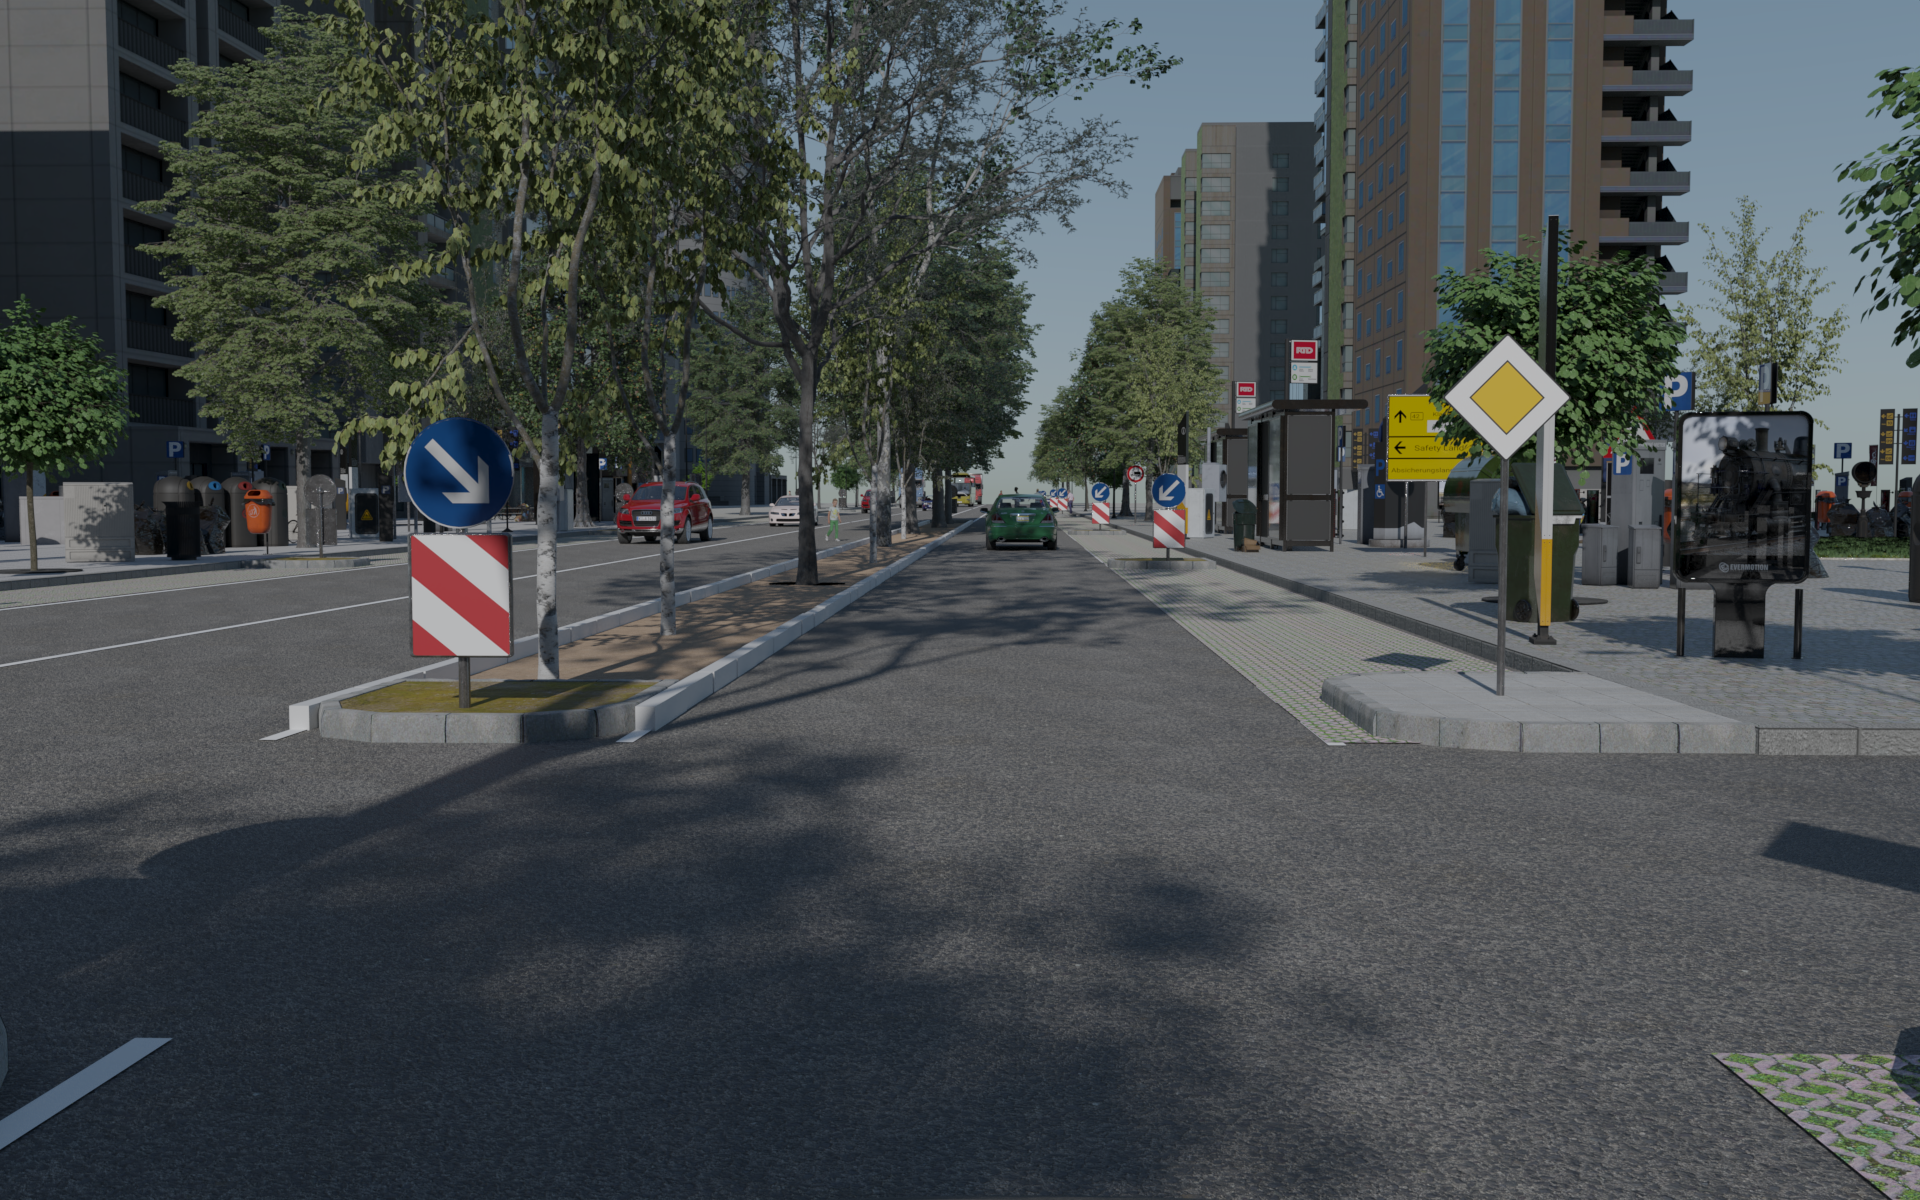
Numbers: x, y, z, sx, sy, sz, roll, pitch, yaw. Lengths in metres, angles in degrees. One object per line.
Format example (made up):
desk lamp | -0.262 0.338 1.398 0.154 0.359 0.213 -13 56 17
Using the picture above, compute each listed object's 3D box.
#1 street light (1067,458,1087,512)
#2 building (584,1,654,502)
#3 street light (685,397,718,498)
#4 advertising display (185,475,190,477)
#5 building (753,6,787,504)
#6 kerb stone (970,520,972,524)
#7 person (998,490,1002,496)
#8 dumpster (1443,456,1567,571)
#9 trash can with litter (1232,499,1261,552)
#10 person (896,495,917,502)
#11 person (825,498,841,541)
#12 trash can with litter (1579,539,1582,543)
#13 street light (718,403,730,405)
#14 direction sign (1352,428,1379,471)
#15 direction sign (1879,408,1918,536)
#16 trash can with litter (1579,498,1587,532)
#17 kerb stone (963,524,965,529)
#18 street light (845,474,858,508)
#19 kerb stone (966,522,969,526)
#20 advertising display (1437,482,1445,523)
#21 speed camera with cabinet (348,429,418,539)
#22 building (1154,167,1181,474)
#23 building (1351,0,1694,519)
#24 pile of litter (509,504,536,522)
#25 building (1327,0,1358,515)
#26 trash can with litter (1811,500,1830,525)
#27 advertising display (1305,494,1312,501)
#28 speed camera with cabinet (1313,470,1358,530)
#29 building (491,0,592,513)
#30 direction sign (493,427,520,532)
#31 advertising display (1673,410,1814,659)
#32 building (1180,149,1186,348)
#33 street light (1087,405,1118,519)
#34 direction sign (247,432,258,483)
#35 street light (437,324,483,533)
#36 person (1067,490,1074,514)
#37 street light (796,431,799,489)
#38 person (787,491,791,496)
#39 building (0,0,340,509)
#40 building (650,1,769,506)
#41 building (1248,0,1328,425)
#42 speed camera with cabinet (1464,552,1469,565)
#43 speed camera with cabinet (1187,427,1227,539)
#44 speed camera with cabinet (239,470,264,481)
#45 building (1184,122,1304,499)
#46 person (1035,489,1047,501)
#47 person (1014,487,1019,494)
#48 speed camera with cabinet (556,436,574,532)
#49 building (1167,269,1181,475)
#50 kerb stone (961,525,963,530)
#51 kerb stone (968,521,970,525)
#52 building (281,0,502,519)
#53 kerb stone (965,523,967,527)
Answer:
street light | 8.674 -9.437 126.843 1.470 5.913 1.316 0 4 2
building | -32.992 -29.892 138.849 14.600 45.320 14.200 0 4 2
street light | -12.579 -6.760 83.059 1.470 5.913 1.316 0 4 2
advertising display | -26.730 -3.360 60.148 0.123 1.923 0.974 -2 4 -34
building | -33.160 -47.953 222.287 20.563 71.187 20.611 0 4 2
kerb stone | 0.358 -3.447 78.563 0.120 0.150 1.000 0 4 2
person | 4.404 -10.729 183.851 1.348 1.831 0.705 -3 5 -44
dumpster | 8.780 -1.556 27.941 1.502 2.255 1.985 0 4 2
trash can with litter | 6.427 -1.654 38.424 0.624 1.170 1.055 -1 4 -9
person | -3.204 -5.772 102.891 1.348 1.821 0.705 1 4 16
person | -3.840 -2.428 52.448 0.590 1.304 0.306 3 5 45
trash can with litter | 15.402 -2.089 45.208 2.233 1.210 1.678 0 4 -3
street light | -12.385 -7.074 88.204 1.470 5.913 1.316 0 4 2
direction sign | 13.977 -4.144 59.753 0.876 3.537 0.379 1 4 17
direction sign | 24.834 -3.297 45.910 0.876 3.537 0.379 3 4 36
trash can with litter | 19.817 -2.736 56.122 0.624 1.170 1.055 -2 4 -31
kerb stone | 0.016 -2.822 68.341 0.120 0.150 1.000 0 4 2
street light | -9.992 -11.473 160.130 1.470 5.913 1.316 0 4 2
kerb stone | 0.183 -3.135 73.448 0.120 0.150 1.000 0 4 2
advertising display | 21.603 -4.369 76.645 0.974 1.923 0.123 -1 4 -10
speed camera with cabinet | -16.625 -3.413 50.143 2.038 3.252 0.660 -2 4 -23
building | 34.034 -35.889 236.899 14.600 45.320 14.200 0 4 2
building | 29.797 -27.138 93.819 14.600 45.320 14.200 0 4 2
pile of litter | -20.202 -4.073 80.560 1.719 0.858 1.176 1 4 12
building | 29.866 -25.962 108.066 14.154 41.232 14.086 0 4 2
trash can with litter | 34.028 -3.415 66.900 1.678 1.210 2.233 3 5 43
advertising display | 11.925 -3.304 59.231 0.123 1.923 0.974 0 4 5
speed camera with cabinet | 13.597 -4.128 61.821 0.660 3.252 2.038 -3 5 -42
building | -38.032 -30.397 116.603 23.786 49.044 30.456 0 4 2
direction sign | -15.224 -4.047 58.162 0.876 3.537 0.379 0 4 2
advertising display | 6.108 -0.509 13.542 0.974 1.923 0.123 1 4 15
building | 33.263 -32.047 207.569 14.154 41.232 14.086 0 4 2
street light | 7.535 -7.221 90.611 1.470 5.913 1.316 0 4 2
direction sign | -24.294 -4.129 59.504 0.379 3.537 0.876 0 4 -2
street light | -13.745 -4.586 47.523 1.470 5.913 1.316 0 4 2
person | 7.148 -6.335 113.023 0.756 1.711 0.436 -3 5 -44
street light | -11.222 -9.281 124.287 1.470 5.913 1.316 0 4 2
person | -16.426 -9.585 165.748 0.750 1.759 0.617 1 4 22
building | -38.020 -38.704 71.060 20.563 71.187 20.611 0 4 2
building | -34.451 -40.131 198.148 21.231 58.520 28.212 0 4 2
building | 35.165 -49.963 129.573 22.319 86.520 31.000 0 4 2
speed camera with cabinet | 9.805 -2.291 31.788 0.660 3.252 2.038 2 4 30
speed camera with cabinet | 7.219 -3.446 50.672 0.660 3.252 2.038 2 4 27
speed camera with cabinet | -26.406 -4.379 65.931 0.660 3.252 2.038 2 4 26
building | 33.182 -31.186 193.478 14.154 41.232 14.086 0 4 2
person | 5.413 -6.864 120.808 1.350 1.814 0.705 0 4 1
person | 2.710 -4.587 83.841 0.374 1.781 0.599 1 4 17
speed camera with cabinet | -13.764 -3.977 59.353 0.660 3.252 2.038 0 4 0
building | 33.307 -27.550 222.151 14.160 30.474 14.107 0 4 2
kerb stone | -0.050 -2.697 66.289 0.120 0.150 1.000 0 4 2
kerb stone | 0.247 -3.260 75.498 0.120 0.150 1.000 0 4 2
building | -34.207 -25.114 94.211 14.154 41.232 14.086 0 4 2
kerb stone | 0.110 -3.009 71.406 0.120 0.150 1.000 0 4 2
